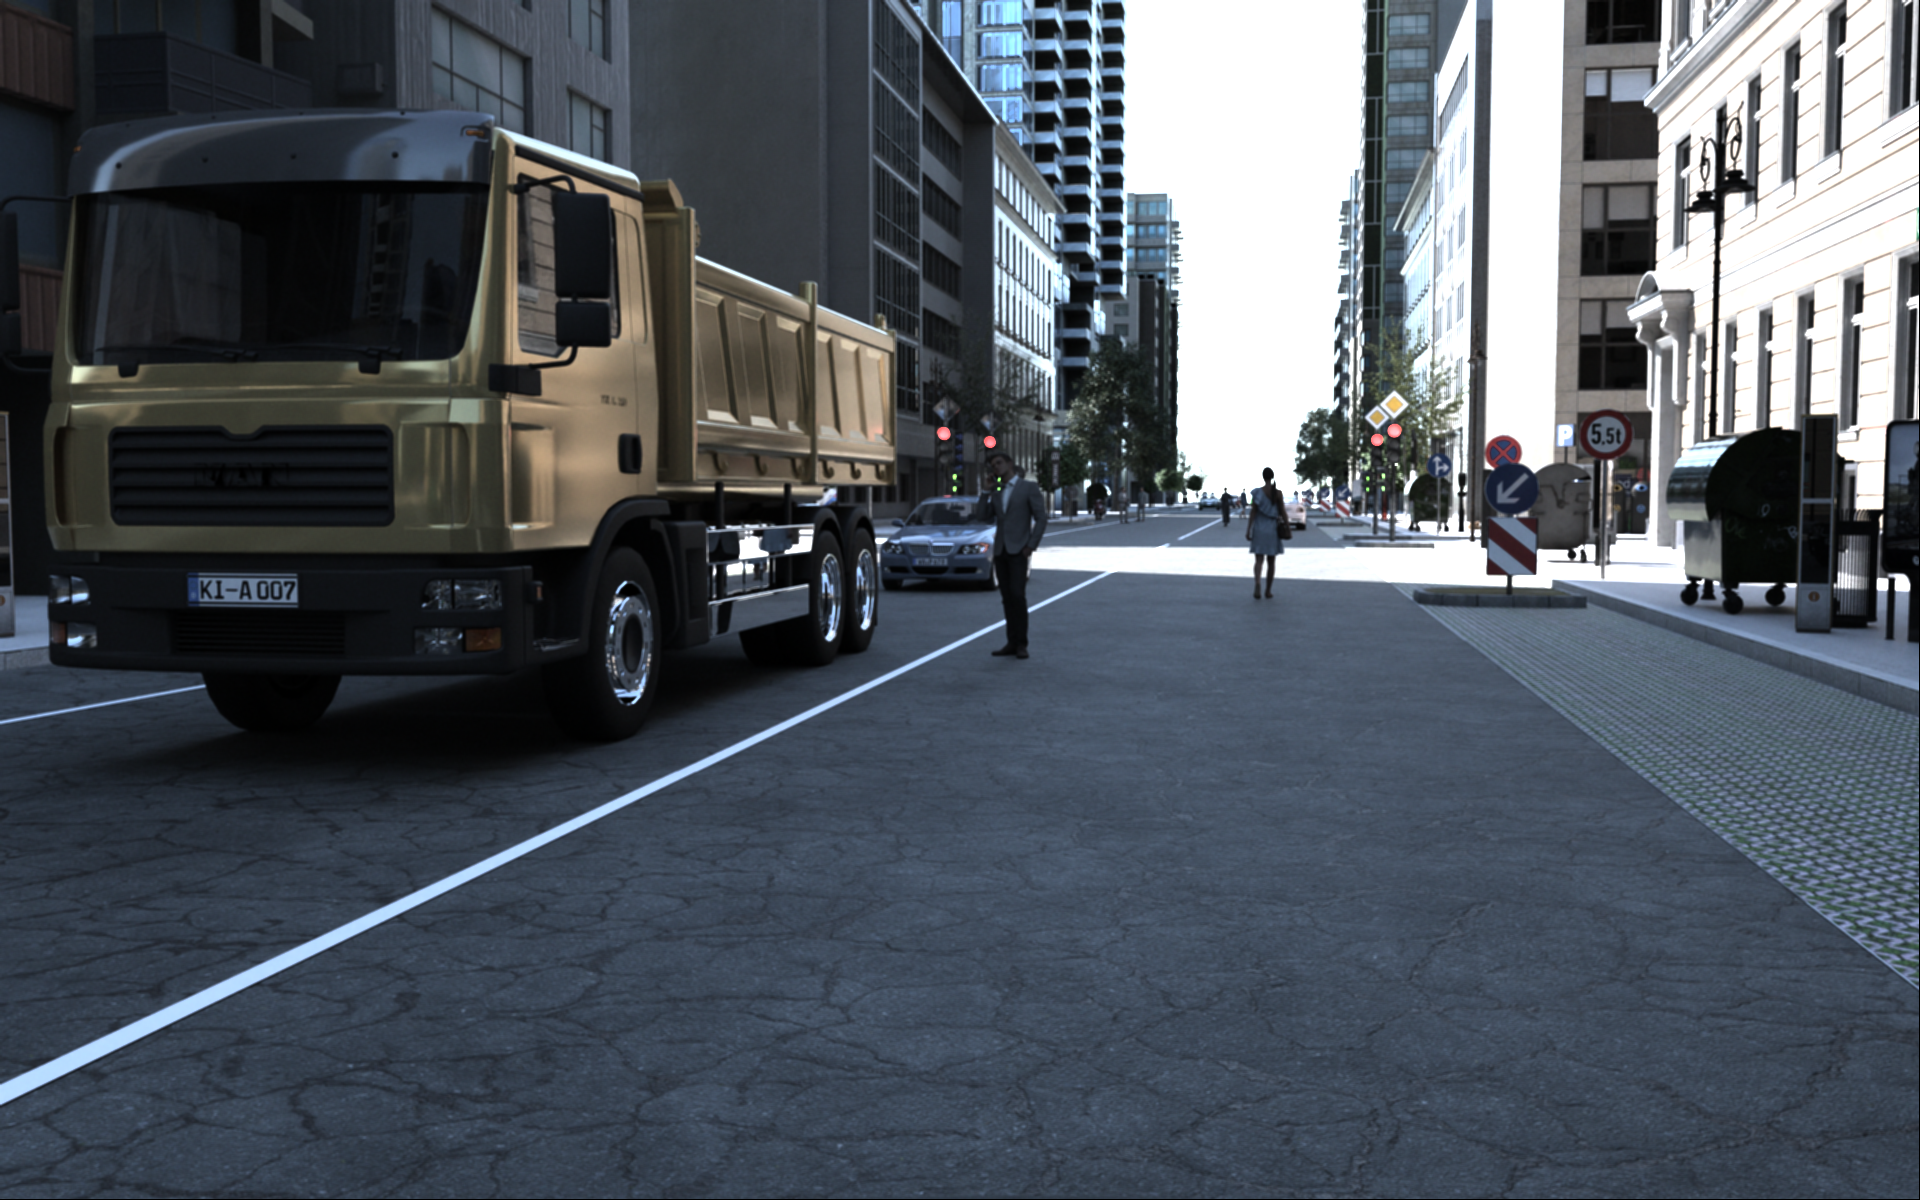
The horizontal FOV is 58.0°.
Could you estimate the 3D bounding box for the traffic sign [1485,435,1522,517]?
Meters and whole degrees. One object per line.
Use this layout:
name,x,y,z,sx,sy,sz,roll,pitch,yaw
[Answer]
traffic sign,11.779,-2.294,37.605,0.768,2.556,0.104,1,4,17

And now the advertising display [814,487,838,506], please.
advertising display,-3.595,-2.500,46.083,0.123,1.923,0.974,2,4,35

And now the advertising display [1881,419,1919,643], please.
advertising display,8.332,-0.588,14.822,0.123,1.923,0.974,-1,4,-18

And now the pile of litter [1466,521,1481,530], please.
pile of litter,18.749,-2.966,62.467,1.719,0.858,1.176,-3,5,-41

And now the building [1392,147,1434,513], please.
building,36.877,-16.992,111.107,16.112,22.955,30.059,1,4,10

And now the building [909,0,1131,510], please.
building,7.015,-52.939,178.216,22.319,86.520,31.000,1,4,10

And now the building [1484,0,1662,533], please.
building,37.952,-15.788,62.643,34.151,26.468,19.350,1,4,10

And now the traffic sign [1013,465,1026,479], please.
traffic sign,2.511,-4.675,76.536,0.768,2.556,0.104,1,4,17

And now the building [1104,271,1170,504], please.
building,19.315,-27.720,224.921,14.160,30.474,14.107,1,4,10

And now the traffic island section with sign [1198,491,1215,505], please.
traffic island section with sign,33.464,-13.875,235.475,1.989,1.847,2.006,1,4,10

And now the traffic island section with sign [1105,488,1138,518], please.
traffic island section with sign,9.923,-5.957,106.031,1.989,1.847,2.006,1,4,10

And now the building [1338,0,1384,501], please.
building,60.825,-48.256,227.238,20.563,71.187,20.611,1,4,10

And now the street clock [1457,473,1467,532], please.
street clock,16.961,-3.301,58.544,0.358,2.002,0.471,1,4,9

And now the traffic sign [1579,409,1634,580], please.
traffic sign,9.662,-1.581,25.959,0.768,2.556,0.104,1,4,15

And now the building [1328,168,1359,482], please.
building,66.398,-38.728,252.806,23.786,49.044,30.456,1,4,10

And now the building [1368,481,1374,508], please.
building,53.812,-28.362,155.606,32.217,40.220,23.993,1,4,10

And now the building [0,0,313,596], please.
building,-21.025,-22.227,18.040,22.147,44.769,28.867,1,4,10

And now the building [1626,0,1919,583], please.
building,21.281,-15.001,31.178,13.634,28.700,20.117,1,4,10

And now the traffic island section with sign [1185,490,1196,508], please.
traffic island section with sign,23.730,-10.601,181.946,1.989,1.847,2.006,1,4,10

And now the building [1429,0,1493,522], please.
building,30.731,-16.438,86.782,12.078,24.808,19.932,1,4,10

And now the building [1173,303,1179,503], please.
building,24.373,-29.415,252.627,14.160,30.474,14.107,1,4,10

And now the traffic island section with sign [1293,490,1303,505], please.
traffic island section with sign,30.716,-8.842,153.188,1.989,1.847,2.006,1,4,10

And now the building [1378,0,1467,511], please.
building,40.787,-27.830,138.620,14.154,41.232,14.086,1,4,10

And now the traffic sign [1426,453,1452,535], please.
traffic sign,14.947,-3.301,54.081,0.768,2.556,0.104,1,4,14

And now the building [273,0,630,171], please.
building,-15.209,-21.606,36.860,14.086,41.232,14.154,1,4,10

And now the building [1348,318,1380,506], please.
building,55.735,-20.649,182.656,27.650,21.520,28.899,1,4,10

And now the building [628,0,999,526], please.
building,-7.615,-15.700,75.756,14.314,24.678,30.058,1,4,10

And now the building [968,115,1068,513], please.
building,-3.248,-16.662,105.715,16.112,22.955,30.059,1,4,10

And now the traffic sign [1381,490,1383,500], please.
traffic sign,21.829,-5.468,89.507,0.768,2.556,0.104,1,4,17

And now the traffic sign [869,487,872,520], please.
traffic sign,-2.577,-3.053,50.017,0.768,2.556,0.104,1,4,18

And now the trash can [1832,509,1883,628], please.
trash can,8.546,-0.313,16.765,0.748,1.137,0.748,0,3,0

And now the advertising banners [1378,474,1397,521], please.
advertising banners,20.230,-5.275,82.427,2.074,3.025,0.090,-3,5,-45

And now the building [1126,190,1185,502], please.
building,24.054,-40.082,274.940,23.786,49.044,30.456,1,4,10

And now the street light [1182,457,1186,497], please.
street light,27.669,-14.788,214.564,0.468,5.910,1.993,1,4,10

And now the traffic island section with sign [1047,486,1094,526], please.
traffic island section with sign,5.112,-4.335,79.507,1.989,1.847,2.006,1,4,10

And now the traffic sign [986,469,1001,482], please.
traffic sign,1.433,-4.358,71.357,0.768,2.556,0.104,1,4,17

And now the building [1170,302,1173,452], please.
building,21.415,-28.572,238.852,14.160,30.474,14.107,1,4,10

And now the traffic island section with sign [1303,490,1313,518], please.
traffic island section with sign,21.758,-5.826,103.878,1.989,1.847,2.006,1,4,10

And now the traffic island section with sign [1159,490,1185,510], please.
traffic island section with sign,18.914,-8.978,155.423,1.989,1.847,2.006,1,4,10

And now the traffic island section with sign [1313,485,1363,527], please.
traffic island section with sign,16.852,-4.176,76.905,1.989,1.847,2.006,1,4,10

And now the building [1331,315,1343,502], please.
building,66.524,-30.870,276.420,14.160,30.474,14.107,1,4,10

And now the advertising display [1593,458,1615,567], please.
advertising display,11.483,-1.571,30.904,0.123,1.923,0.974,2,4,34

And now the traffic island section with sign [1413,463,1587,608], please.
traffic island section with sign,7.000,-0.858,22.657,1.989,1.847,2.006,1,4,10
